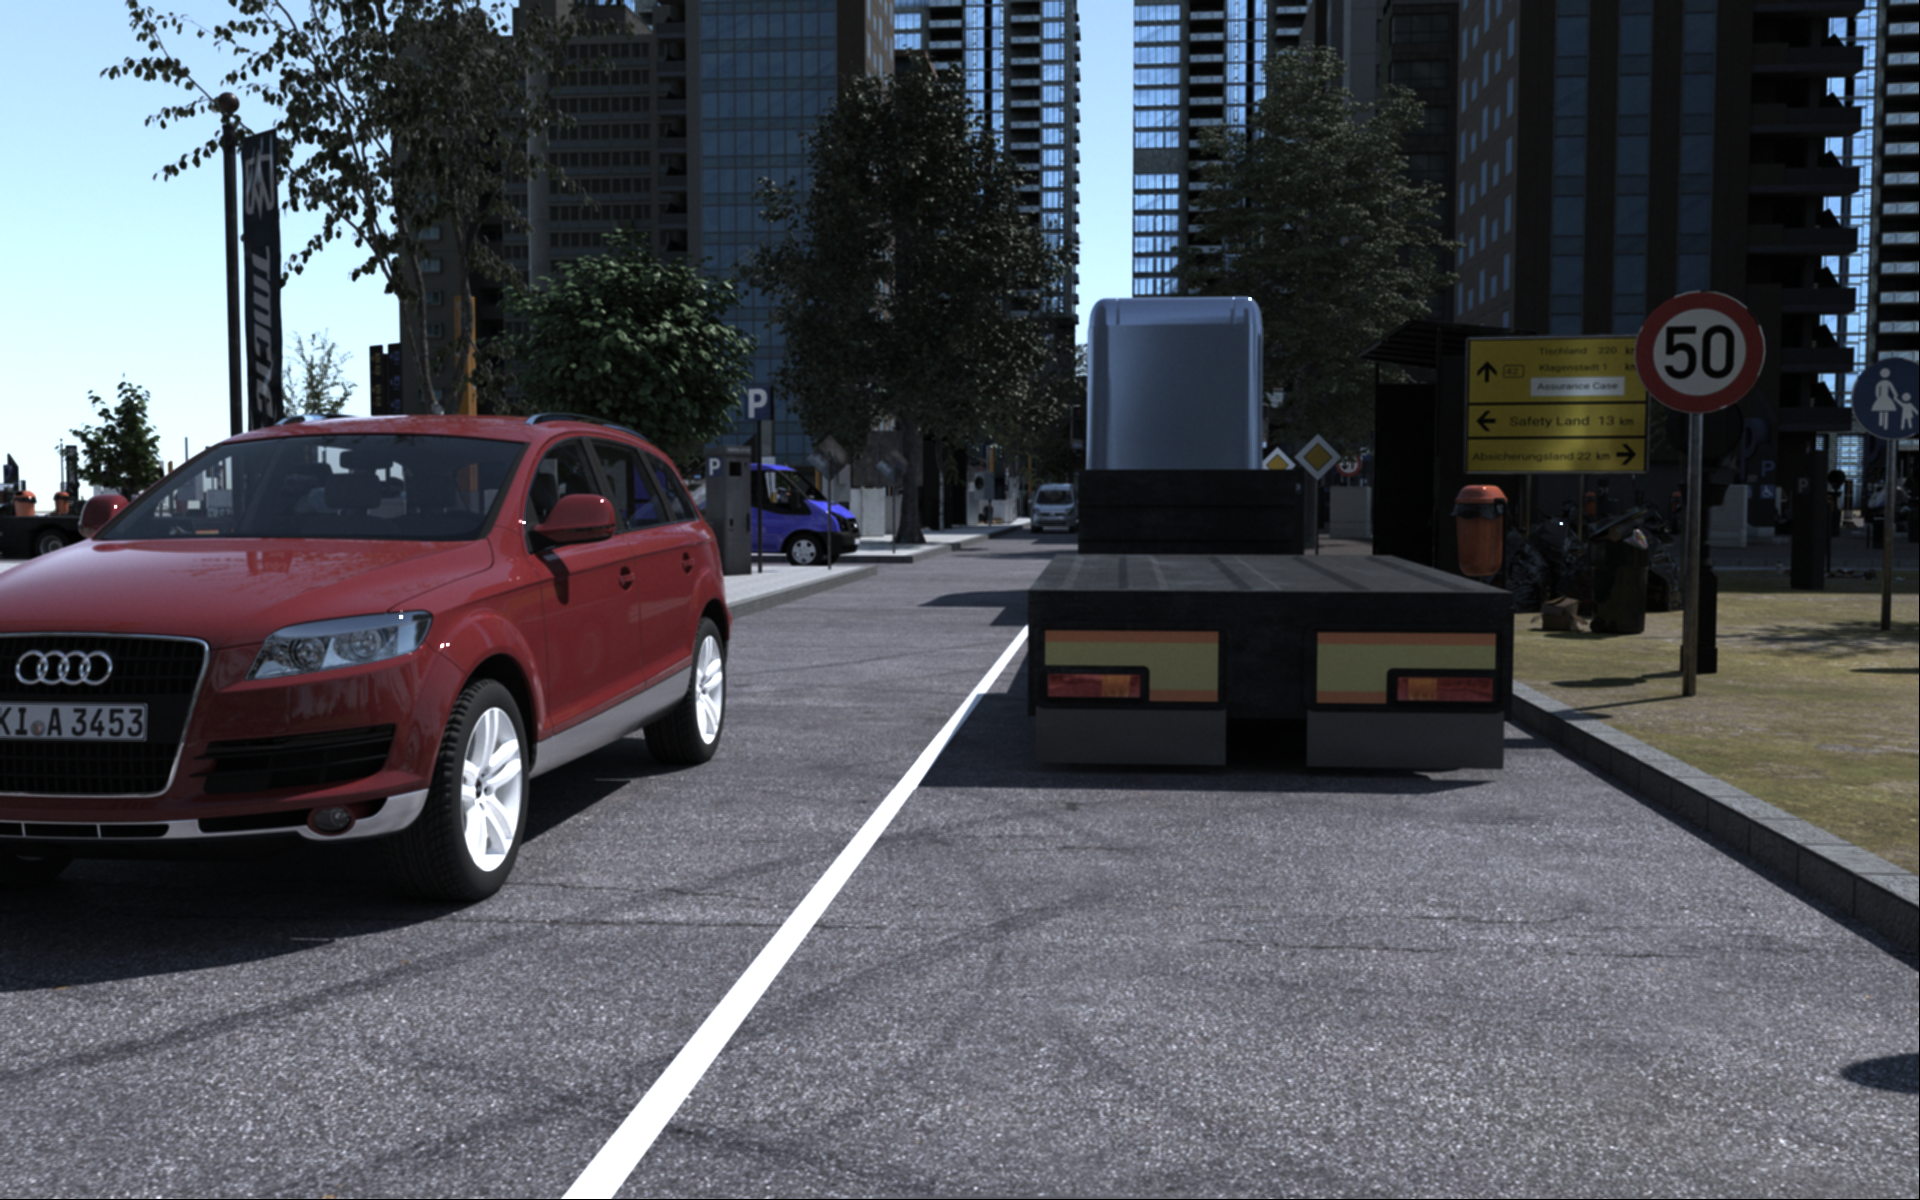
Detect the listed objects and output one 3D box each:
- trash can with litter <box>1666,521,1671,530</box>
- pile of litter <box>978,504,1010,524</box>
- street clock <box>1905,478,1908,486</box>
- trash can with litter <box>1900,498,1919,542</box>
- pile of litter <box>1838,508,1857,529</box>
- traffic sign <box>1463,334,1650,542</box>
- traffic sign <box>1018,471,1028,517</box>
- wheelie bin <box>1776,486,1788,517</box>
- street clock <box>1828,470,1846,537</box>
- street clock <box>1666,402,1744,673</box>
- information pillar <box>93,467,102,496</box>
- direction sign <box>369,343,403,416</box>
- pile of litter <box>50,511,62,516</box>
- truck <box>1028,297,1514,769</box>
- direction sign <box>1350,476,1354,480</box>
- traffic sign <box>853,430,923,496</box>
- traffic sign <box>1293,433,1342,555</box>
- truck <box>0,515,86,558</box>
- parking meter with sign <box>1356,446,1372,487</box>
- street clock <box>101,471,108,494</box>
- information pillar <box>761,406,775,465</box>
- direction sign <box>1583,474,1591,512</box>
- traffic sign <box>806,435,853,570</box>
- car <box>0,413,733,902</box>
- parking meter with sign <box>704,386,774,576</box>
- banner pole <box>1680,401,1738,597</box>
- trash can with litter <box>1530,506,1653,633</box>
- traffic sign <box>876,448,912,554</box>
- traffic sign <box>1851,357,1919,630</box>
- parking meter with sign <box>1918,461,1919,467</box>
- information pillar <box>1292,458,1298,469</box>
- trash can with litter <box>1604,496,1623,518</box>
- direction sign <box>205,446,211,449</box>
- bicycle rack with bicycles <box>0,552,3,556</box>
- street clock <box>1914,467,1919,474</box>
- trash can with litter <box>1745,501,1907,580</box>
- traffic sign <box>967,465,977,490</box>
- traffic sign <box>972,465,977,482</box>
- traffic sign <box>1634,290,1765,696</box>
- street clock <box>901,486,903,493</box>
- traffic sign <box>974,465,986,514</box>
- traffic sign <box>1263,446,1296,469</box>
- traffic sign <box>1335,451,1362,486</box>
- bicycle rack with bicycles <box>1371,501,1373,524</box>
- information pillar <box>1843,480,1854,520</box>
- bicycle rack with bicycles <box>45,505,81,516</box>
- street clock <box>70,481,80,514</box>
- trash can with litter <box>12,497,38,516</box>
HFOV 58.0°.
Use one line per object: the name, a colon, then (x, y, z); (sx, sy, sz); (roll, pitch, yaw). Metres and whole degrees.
trash can with litter: (25.852, -3.111, 62.248); (1.055, 1.170, 0.624); (-2, 4, -34)
pile of litter: (1.334, -3.654, 73.705); (1.719, 0.858, 1.176); (0, 4, -6)
street clock: (40.098, -4.184, 72.974); (0.471, 2.002, 0.358); (3, 5, 43)
trash can with litter: (25.495, -2.111, 45.903); (1.055, 1.170, 0.624); (-2, 4, -29)
pile of litter: (32.501, -3.046, 63.771); (1.719, 0.858, 1.176); (-2, 4, -30)
traffic sign: (7.649, -1.737, 22.267); (2.265, 3.308, 0.079); (1, 4, 12)
traffic sign: (3.493, -5.828, 95.397); (0.768, 2.556, 0.104); (1, 4, 12)
wheelie bin: (32.080, -3.688, 68.204); (0.980, 1.594, 0.693); (-2, 4, -29)
street clock: (26.398, -2.913, 52.202); (0.358, 2.002, 0.471); (-1, 4, -17)
street clock: (5.329, -0.481, 12.440); (0.471, 2.002, 0.358); (0, 4, -2)
information pillar: (-52.842, -7.016, 106.072); (0.504, 3.616, 0.183); (-1, 4, -14)
direction sign: (-8.684, -2.097, 26.279); (0.876, 3.537, 0.379); (3, 5, 41)
pile of litter: (-50.829, -5.129, 97.820); (1.176, 0.858, 1.719); (2, 4, 35)
truck: (2.405, -1.724, 17.954); (2.967, 4.110, 18.799); (0, 4, 5)
direction sign: (21.840, -6.444, 97.362); (0.876, 3.537, 0.379); (-3, 4, -38)
traffic sign: (-2.317, -3.769, 55.500); (2.265, 3.308, 0.079); (0, 4, 6)
traffic sign: (5.888, -1.524, 28.562); (0.795, 2.450, 0.064); (0, 4, 6)
truck: (-23.987, -2.790, 35.368); (18.799, 4.110, 2.967); (0, 4, 5)
parking meter with sign: (14.769, -4.098, 63.262); (0.543, 3.016, 1.738); (1, 4, 15)
street clock: (-25.871, -2.935, 52.562); (0.471, 2.002, 0.358); (-2, 4, -33)
information pillar: (-4.260, -2.881, 38.453); (0.183, 3.616, 0.504); (-2, 4, -35)
direction sign: (25.376, -4.780, 70.153); (0.379, 3.537, 0.876); (3, 5, 41)
traffic sign: (-2.214, -1.575, 29.386); (0.795, 2.450, 0.064); (0, 4, 6)
car: (-2.478, 0.050, 7.857); (2.281, 1.827, 5.304); (0, 4, 6)
parking meter with sign: (-3.695, -1.906, 27.423); (0.543, 3.016, 1.738); (2, 4, 32)
banner pole: (9.295, -1.933, 21.615); (0.863, 3.779, 0.401); (0, 4, -1)
trash can with litter: (5.869, -0.288, 16.099); (1.055, 1.170, 0.624); (2, 4, 31)
traffic sign: (-1.424, -2.061, 37.332); (0.795, 2.450, 0.064); (0, 4, 6)
traffic sign: (8.732, -0.988, 16.263); (0.768, 2.556, 0.104); (1, 4, 9)
parking meter with sign: (50.314, -5.755, 90.355); (0.543, 3.016, 1.738); (2, 4, 27)
information pillar: (19.950, -6.865, 103.599); (0.504, 3.616, 0.183); (2, 4, 27)
trash can with litter: (19.055, -2.484, 51.676); (2.233, 1.210, 1.678); (1, 4, 13)
direction sign: (-35.497, -5.522, 82.282); (0.379, 3.537, 0.876); (1, 4, 16)
bicycle rack with bicycles: (-6.896, 0.161, 10.743); (2.852, 0.926, 2.925); (2, 4, 25)
street clock: (26.045, -2.592, 46.953); (0.358, 2.002, 0.471); (0, 4, 4)
trash can with litter: (13.420, -0.954, 26.656); (1.678, 1.210, 2.233); (-1, 4, -22)
traffic sign: (0.350, -4.611, 75.502); (0.768, 2.556, 0.104); (1, 4, 12)
traffic sign: (0.712, -4.701, 76.868); (0.884, 2.594, 0.081); (1, 4, 11)
traffic sign: (4.641, -0.663, 10.948); (0.768, 2.556, 0.104); (1, 4, 14)
street clock: (-2.149, -3.900, 68.336); (0.358, 2.002, 0.471); (-3, 5, -41)
traffic sign: (0.816, -4.668, 76.432); (0.768, 2.556, 0.104); (1, 4, 12)
traffic sign: (6.678, -2.010, 36.508); (0.795, 2.450, 0.064); (0, 4, 6)
traffic sign: (11.467, -3.123, 51.163); (0.768, 2.556, 0.104); (1, 4, 8)
bicycle rack with bicycles: (17.924, -3.782, 75.214); (2.852, 0.926, 2.925); (-3, 5, -40)
information pillar: (44.863, -5.074, 87.448); (0.304, 2.012, 0.304); (-1, 4, -15)
bicycle rack with bicycles: (-29.373, -2.805, 59.242); (2.925, 0.926, 2.852); (0, 4, 8)
street clock: (-45.914, -5.216, 89.850); (0.471, 2.002, 0.358); (-1, 4, -12)
trash can with litter: (-50.989, -5.091, 94.302); (2.233, 1.210, 1.678); (0, 4, -3)
